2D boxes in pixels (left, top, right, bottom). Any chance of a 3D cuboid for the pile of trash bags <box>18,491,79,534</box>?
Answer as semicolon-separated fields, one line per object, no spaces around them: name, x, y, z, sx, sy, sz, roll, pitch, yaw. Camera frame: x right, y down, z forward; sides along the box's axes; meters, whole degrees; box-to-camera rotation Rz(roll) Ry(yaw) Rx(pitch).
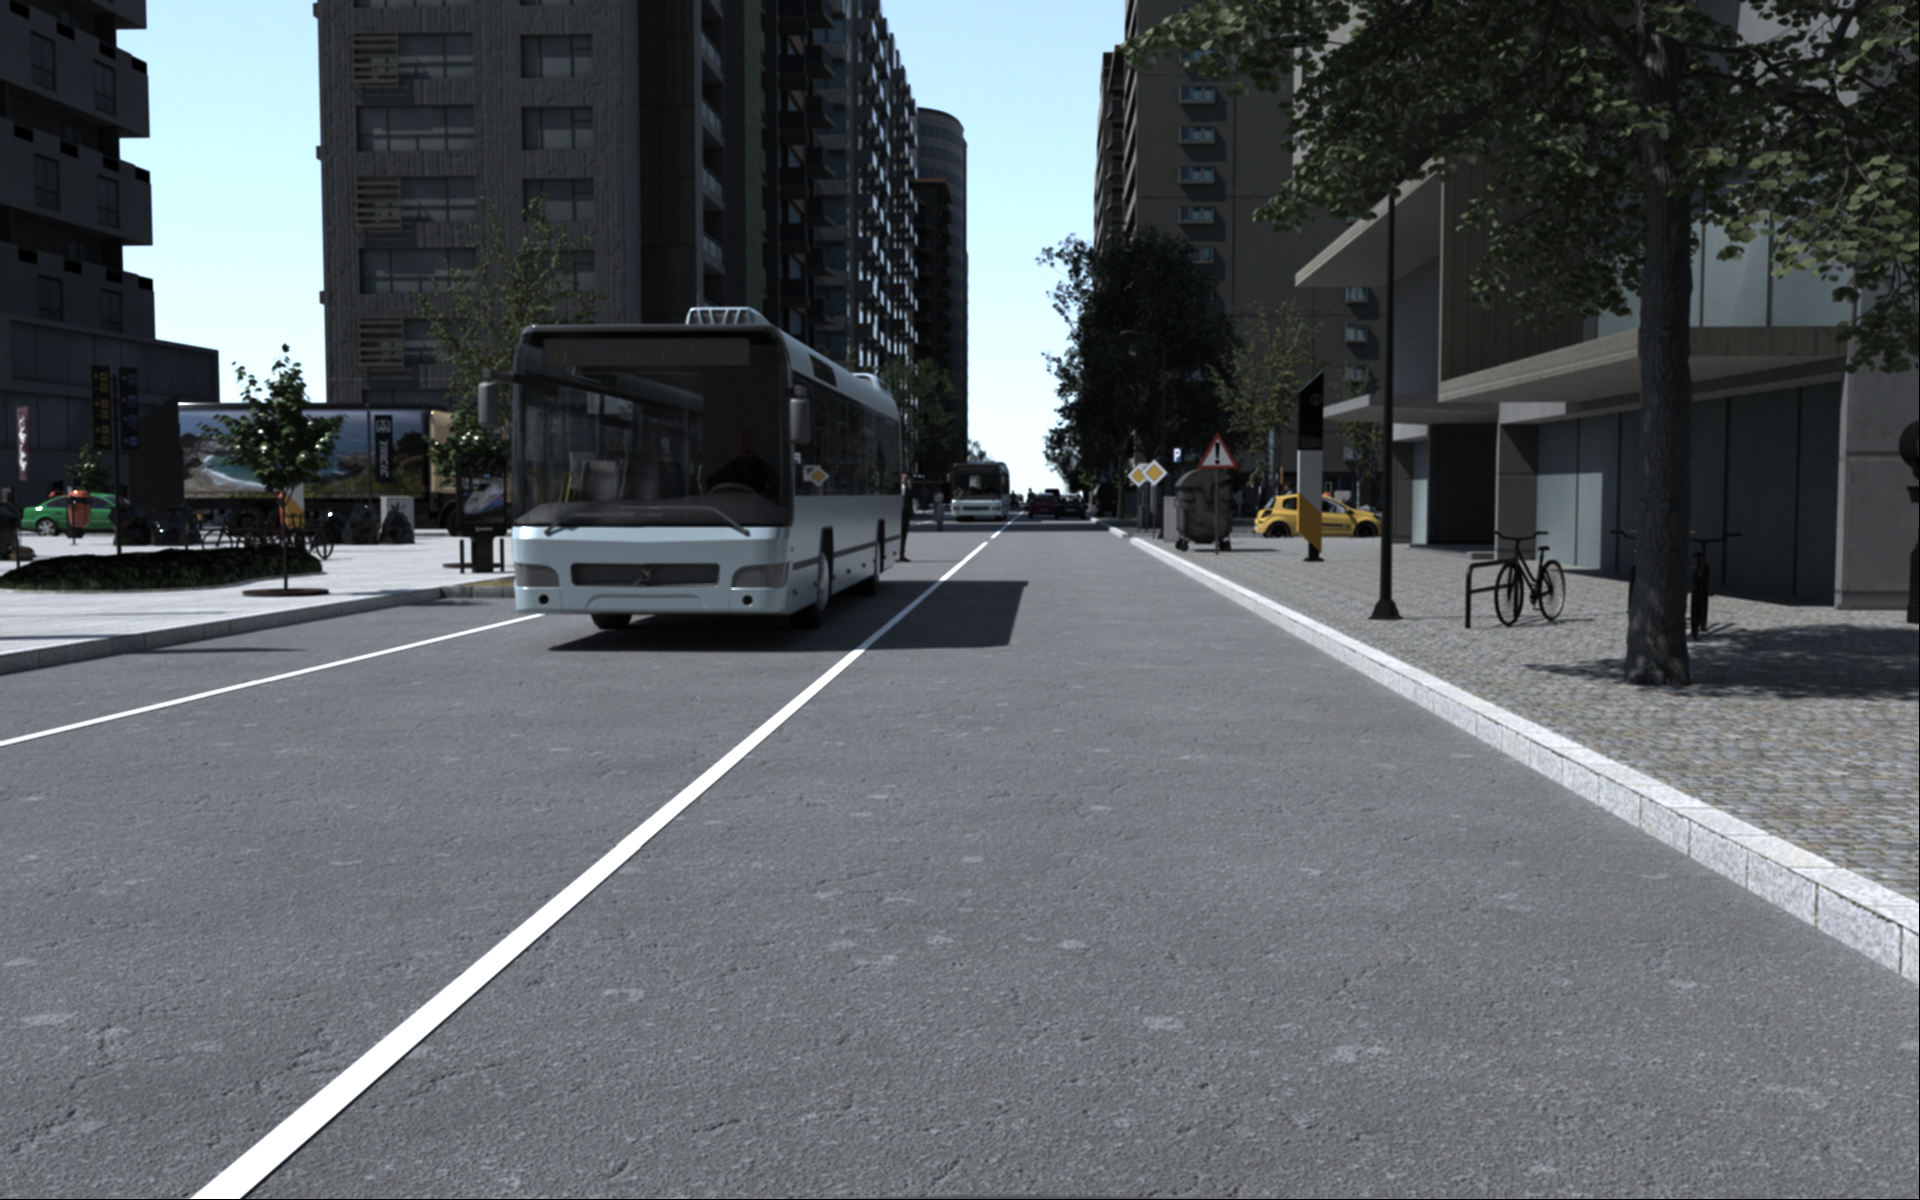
pile of trash bags;-33.019;-3.102;60.473;3.447;1.369;1.912;-3;5;-44

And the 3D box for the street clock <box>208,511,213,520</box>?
street clock;-37.337;-4.988;86.126;0.358;2.002;0.471;2;4;32

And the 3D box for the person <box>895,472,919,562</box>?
person;-1.191;-1.758;36.608;0.648;1.900;0.474;-2;4;-32

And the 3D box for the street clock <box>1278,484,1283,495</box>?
street clock;22.462;-7.147;121.431;0.358;2.002;0.471;0;4;3

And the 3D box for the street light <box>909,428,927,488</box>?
street light;-2.980;-9.091;121.183;1.470;5.913;1.316;0;4;3

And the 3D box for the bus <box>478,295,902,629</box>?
bus;-2.546;-1.616;21.283;2.948;3.499;13.247;0;4;3

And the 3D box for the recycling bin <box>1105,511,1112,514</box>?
recycling bin;9.348;-5.991;110.509;0.722;1.027;0.722;0;4;0

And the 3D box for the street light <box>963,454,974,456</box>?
street light;0.863;-13.846;198.917;1.470;5.913;1.316;0;4;3

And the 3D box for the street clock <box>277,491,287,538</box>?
street clock;-19.730;-2.811;50.537;0.358;2.002;0.471;1;4;10

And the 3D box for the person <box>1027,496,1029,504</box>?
person;9.656;-14.343;244.473;0.415;1.643;0.593;0;4;4

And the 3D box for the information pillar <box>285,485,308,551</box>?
information pillar;-14.776;-2.878;38.416;0.183;3.616;0.504;2;4;31

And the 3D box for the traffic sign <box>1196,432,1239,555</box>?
traffic sign;5.420;-2.232;36.491;0.884;2.594;0.081;1;4;11

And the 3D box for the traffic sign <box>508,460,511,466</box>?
traffic sign;-8.082;-1.982;32.407;0.884;2.594;0.081;1;4;9

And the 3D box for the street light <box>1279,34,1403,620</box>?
street light;3.831;-2.759;17.647;1.470;5.913;1.316;0;4;3

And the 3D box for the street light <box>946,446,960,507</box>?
street light;-0.723;-11.870;166.612;1.470;5.913;1.316;0;4;3

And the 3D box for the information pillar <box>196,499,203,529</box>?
information pillar;-26.675;-4.240;60.681;0.183;3.616;0.504;-1;4;-9

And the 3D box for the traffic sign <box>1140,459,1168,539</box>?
traffic sign;5.534;-2.800;49.418;0.795;2.450;0.064;0;4;3

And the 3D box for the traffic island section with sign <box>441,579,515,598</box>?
traffic island section with sign;-6.135;-0.987;24.767;1.989;1.847;2.006;0;4;3

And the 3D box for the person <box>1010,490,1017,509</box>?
person;5.167;-9.850;169.556;1.348;1.824;0.705;-3;5;-43

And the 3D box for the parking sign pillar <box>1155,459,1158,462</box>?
parking sign pillar;15.086;-8.695;130.633;1.447;3.967;1.447;3;4;39

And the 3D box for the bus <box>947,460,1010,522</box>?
bus;1.175;-6.016;93.217;2.948;3.499;13.247;0;4;4

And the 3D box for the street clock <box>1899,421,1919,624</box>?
street clock;9.532;-0.767;17.103;0.471;2.002;0.358;-1;4;-11

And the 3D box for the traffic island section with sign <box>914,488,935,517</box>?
traffic island section with sign;-2.167;-6.027;107.162;1.989;1.847;2.006;0;4;3

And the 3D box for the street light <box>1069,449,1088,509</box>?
street light;10.032;-10.544;144.928;1.470;5.913;1.316;0;4;3

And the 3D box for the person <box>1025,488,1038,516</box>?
person;4.680;-6.418;113.399;0.822;1.834;0.622;3;4;38

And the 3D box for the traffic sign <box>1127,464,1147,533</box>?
traffic sign;5.918;-3.288;57.394;0.795;2.450;0.064;0;4;3

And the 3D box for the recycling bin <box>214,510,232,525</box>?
recycling bin;-30.528;-3.640;72.063;0.722;1.027;0.722;1;4;17

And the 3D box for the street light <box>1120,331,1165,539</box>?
street light;5.262;-4.700;49.382;1.470;5.913;1.316;0;4;3

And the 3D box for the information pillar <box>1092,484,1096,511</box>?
information pillar;9.986;-7.628;129.202;0.304;2.012;0.304;0;4;1

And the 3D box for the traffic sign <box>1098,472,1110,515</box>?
traffic sign;8.334;-6.120;100.164;0.768;2.556;0.104;0;4;8

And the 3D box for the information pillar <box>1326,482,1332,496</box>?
information pillar;22.725;-6.251;106.695;0.304;2.012;0.304;2;4;31

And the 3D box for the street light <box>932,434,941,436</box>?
street light;-2.217;-9.932;134.922;1.470;5.913;1.316;0;4;3

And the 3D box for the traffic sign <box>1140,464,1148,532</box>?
traffic sign;6.260;-3.423;58.089;0.606;2.300;0.079;1;4;9

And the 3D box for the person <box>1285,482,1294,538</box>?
person;10.306;-2.809;54.602;0.466;1.800;0.511;1;4;11

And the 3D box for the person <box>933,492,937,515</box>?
person;-1.712;-6.715;120.102;0.330;1.601;0.589;2;4;25

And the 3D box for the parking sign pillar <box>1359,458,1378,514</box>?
parking sign pillar;26.627;-7.635;113.301;1.447;3.967;1.447;-2;4;-24

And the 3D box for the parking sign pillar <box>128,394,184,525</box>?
parking sign pillar;-21.812;-3.579;46.996;1.447;3.967;1.447;0;4;-5

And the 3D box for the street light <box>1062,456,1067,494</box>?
street light;11.473;-12.518;177.208;1.470;5.913;1.316;0;4;3

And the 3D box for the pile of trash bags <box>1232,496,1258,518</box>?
pile of trash bags;14.384;-5.117;93.418;3.447;1.369;1.912;1;4;10

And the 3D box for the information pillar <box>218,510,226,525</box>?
information pillar;-30.184;-4.057;70.816;0.304;2.012;0.304;-2;4;-25

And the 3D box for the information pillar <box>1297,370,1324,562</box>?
information pillar;6.655;-2.538;32.859;0.504;3.616;0.183;-1;4;-12

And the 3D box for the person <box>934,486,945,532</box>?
person;-0.856;-3.505;66.380;0.524;1.755;0.480;2;4;35

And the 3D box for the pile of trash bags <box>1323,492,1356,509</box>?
pile of trash bags;19.581;-4.954;90.743;1.912;1.369;3.447;0;4;-4
